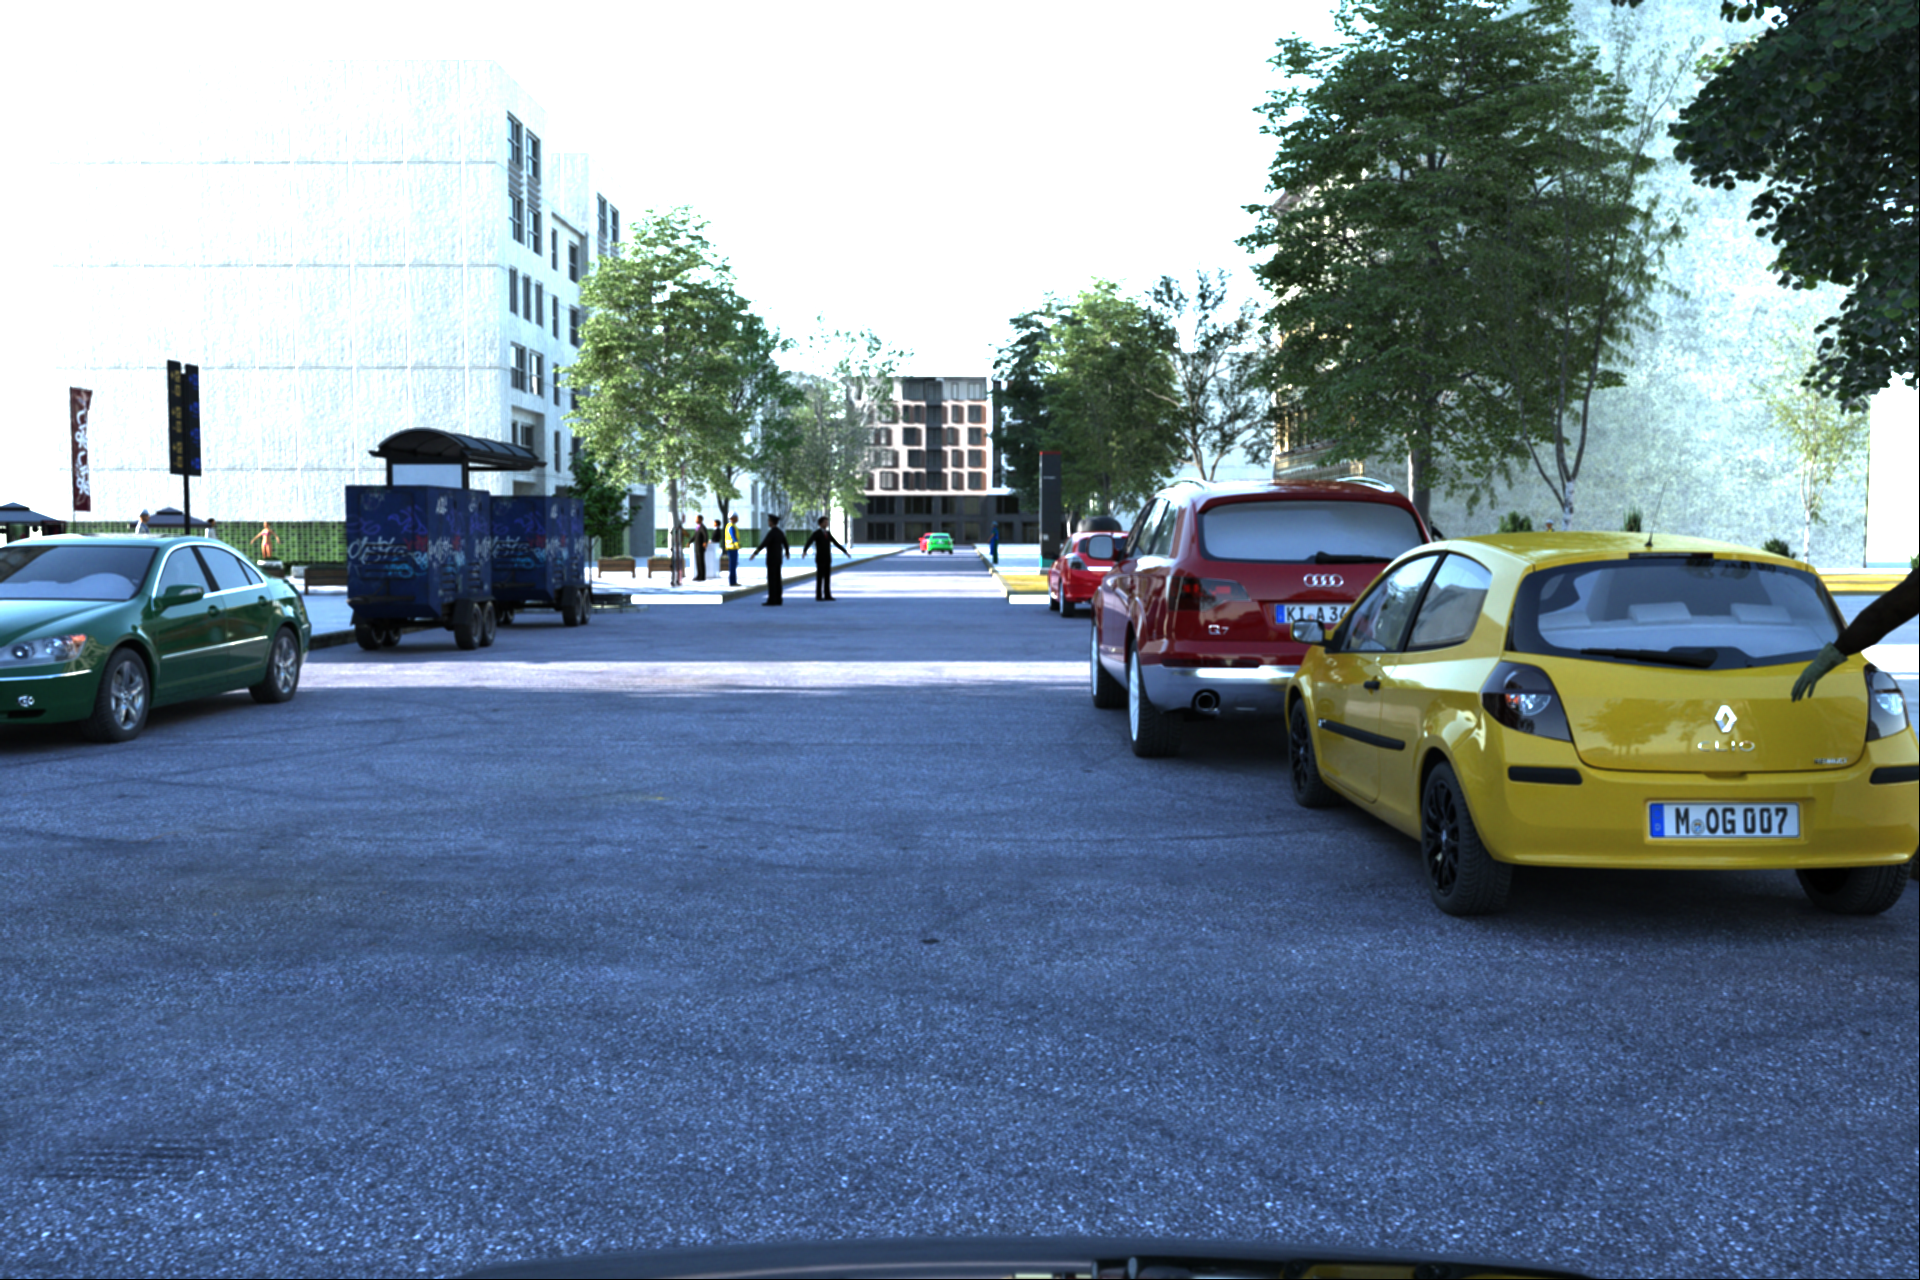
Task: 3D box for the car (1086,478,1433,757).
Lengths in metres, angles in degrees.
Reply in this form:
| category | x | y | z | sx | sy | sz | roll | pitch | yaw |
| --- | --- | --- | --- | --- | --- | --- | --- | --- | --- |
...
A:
| category | x | y | z | sx | sy | sz | roll | pitch | yaw |
| --- | --- | --- | --- | --- | --- | --- | --- | --- | --- |
| car | 2.112 | -0.245 | 12.673 | 2.281 | 1.827 | 5.304 | 0 | 4 | 0 |

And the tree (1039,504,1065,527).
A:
| category | x | y | z | sx | sy | sz | roll | pitch | yaw |
| --- | --- | --- | --- | --- | --- | --- | --- | --- | --- |
| tree | 5.637 | -10.398 | 120.370 | 4.360 | 8.622 | 3.978 | 0 | 3 | 0 |

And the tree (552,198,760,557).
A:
| category | x | y | z | sx | sy | sz | roll | pitch | yaw |
| --- | --- | --- | --- | --- | --- | --- | --- | --- | --- |
| tree | -10.173 | -8.625 | 59.149 | 7.486 | 12.596 | 7.792 | 0 | 3 | 0 |

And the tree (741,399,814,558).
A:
| category | x | y | z | sx | sy | sz | roll | pitch | yaw |
| --- | --- | --- | --- | --- | --- | --- | --- | --- | --- |
| tree | -9.457 | -8.713 | 92.814 | 4.360 | 8.622 | 3.978 | 0 | 3 | 0 |

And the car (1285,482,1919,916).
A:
| category | x | y | z | sx | sy | sz | roll | pitch | yaw |
| --- | --- | --- | --- | --- | --- | --- | --- | --- | --- |
| car | 2.633 | 0.140 | 7.941 | 2.015 | 1.641 | 3.980 | 0 | 4 | -1 |

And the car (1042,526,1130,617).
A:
| category | x | y | z | sx | sy | sz | roll | pitch | yaw |
| --- | --- | --- | --- | --- | --- | --- | --- | --- | --- |
| car | 2.590 | -1.360 | 31.272 | 2.155 | 1.783 | 4.494 | 0 | 4 | -1 |

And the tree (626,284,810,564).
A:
| category | x | y | z | sx | sy | sz | roll | pitch | yaw |
| --- | --- | --- | --- | --- | --- | --- | --- | --- | --- |
| tree | -10.050 | -9.004 | 72.969 | 9.928 | 11.665 | 9.643 | 0 | 3 | 0 |

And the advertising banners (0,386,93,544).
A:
| category | x | y | z | sx | sy | sz | roll | pitch | yaw |
| --- | --- | --- | --- | --- | --- | --- | --- | --- | --- |
| advertising banners | -10.514 | -1.459 | 20.046 | 0.090 | 3.025 | 2.074 | 0 | 4 | 0 |

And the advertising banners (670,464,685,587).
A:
| category | x | y | z | sx | sy | sz | roll | pitch | yaw |
| --- | --- | --- | --- | --- | --- | --- | --- | --- | --- |
| advertising banners | -6.993 | -2.867 | 43.056 | 0.090 | 3.025 | 2.074 | 0 | 4 | 1 |

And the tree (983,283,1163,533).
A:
| category | x | y | z | sx | sy | sz | roll | pitch | yaw |
| --- | --- | --- | --- | --- | --- | --- | --- | --- | --- |
| tree | 5.807 | -10.981 | 86.202 | 9.857 | 13.997 | 8.962 | 0 | 3 | 0 |

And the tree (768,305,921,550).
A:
| category | x | y | z | sx | sy | sz | roll | pitch | yaw |
| --- | --- | --- | --- | --- | --- | --- | --- | --- | --- |
| tree | -9.597 | -17.585 | 143.396 | 12.611 | 20.169 | 13.585 | 0 | 3 | 0 |

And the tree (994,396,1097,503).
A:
| category | x | y | z | sx | sy | sz | roll | pitch | yaw |
| --- | --- | --- | --- | --- | --- | --- | --- | --- | --- |
| tree | 5.554 | -10.569 | 107.219 | 7.601 | 10.594 | 8.767 | 0 | 4 | -5 |

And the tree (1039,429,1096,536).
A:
| category | x | y | z | sx | sy | sz | roll | pitch | yaw |
| --- | --- | --- | --- | --- | --- | --- | --- | --- | --- |
| tree | 6.263 | -9.039 | 98.143 | 4.737 | 8.622 | 4.395 | 0 | 3 | 0 |

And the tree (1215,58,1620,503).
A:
| category | x | y | z | sx | sy | sz | roll | pitch | yaw |
| --- | --- | --- | --- | --- | --- | --- | --- | --- | --- |
| tree | 11.934 | -8.248 | 45.223 | 12.009 | 13.543 | 11.850 | 0 | 3 | 0 |

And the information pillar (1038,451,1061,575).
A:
| category | x | y | z | sx | sy | sz | roll | pitch | yaw |
| --- | --- | --- | --- | --- | --- | --- | --- | --- | --- |
| information pillar | 2.850 | -3.985 | 54.533 | 0.750 | 3.857 | 0.750 | 0 | 4 | 0 |

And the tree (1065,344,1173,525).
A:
| category | x | y | z | sx | sy | sz | roll | pitch | yaw |
| --- | --- | --- | --- | --- | --- | --- | --- | --- | --- |
| tree | 5.715 | -7.157 | 67.378 | 4.360 | 8.622 | 3.978 | 0 | 3 | 0 |

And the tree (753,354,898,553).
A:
| category | x | y | z | sx | sy | sz | roll | pitch | yaw |
| --- | --- | --- | --- | --- | --- | --- | --- | --- | --- |
| tree | -9.222 | -12.649 | 117.176 | 12.009 | 13.543 | 11.850 | 0 | 3 | 0 |

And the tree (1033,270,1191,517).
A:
| category | x | y | z | sx | sy | sz | roll | pitch | yaw |
| --- | --- | --- | --- | --- | --- | --- | --- | --- | --- |
| tree | 6.692 | -9.606 | 75.193 | 7.486 | 12.596 | 7.792 | 0 | 3 | 0 |

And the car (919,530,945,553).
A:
| category | x | y | z | sx | sy | sz | roll | pitch | yaw |
| --- | --- | --- | --- | --- | --- | --- | --- | --- | --- |
| car | -2.089 | -7.668 | 134.415 | 2.155 | 1.783 | 4.494 | 0 | 4 | 0 |

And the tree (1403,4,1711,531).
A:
| category | x | y | z | sx | sy | sz | roll | pitch | yaw |
| --- | --- | --- | --- | --- | --- | --- | --- | --- | --- |
| tree | 8.448 | -4.489 | 23.757 | 4.360 | 8.622 | 3.978 | 0 | 3 | 0 |

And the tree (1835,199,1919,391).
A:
| category | x | y | z | sx | sy | sz | roll | pitch | yaw |
| --- | --- | --- | --- | --- | --- | --- | --- | --- | --- |
| tree | 28.071 | -8.183 | 44.169 | 12.009 | 13.543 | 11.850 | 0 | 3 | 0 |

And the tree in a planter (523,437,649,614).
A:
| category | x | y | z | sx | sy | sz | roll | pitch | yaw |
| --- | --- | --- | --- | --- | --- | --- | --- | --- | --- |
| tree in a planter | -6.854 | -2.129 | 32.039 | 1.991 | 3.239 | 1.994 | 0 | 4 | 1 |

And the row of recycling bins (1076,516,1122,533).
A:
| category | x | y | z | sx | sy | sz | roll | pitch | yaw |
| --- | --- | --- | --- | --- | --- | --- | --- | --- | --- |
| row of recycling bins | 3.188 | -2.035 | 40.393 | 1.069 | 1.692 | 3.534 | 0 | 4 | 1 |

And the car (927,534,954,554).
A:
| category | x | y | z | sx | sy | sz | roll | pitch | yaw |
| --- | --- | --- | --- | --- | --- | --- | --- | --- | --- |
| car | -1.402 | -6.983 | 122.966 | 1.959 | 1.807 | 4.718 | 0 | 4 | -1 |

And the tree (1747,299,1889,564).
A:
| category | x | y | z | sx | sy | sz | roll | pitch | yaw |
| --- | --- | --- | --- | --- | --- | --- | --- | --- | --- |
| tree | 26.886 | -6.416 | 55.267 | 4.360 | 8.622 | 3.978 | 0 | 3 | 0 |

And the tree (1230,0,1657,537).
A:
| category | x | y | z | sx | sy | sz | roll | pitch | yaw |
| --- | --- | --- | --- | --- | --- | --- | --- | --- | --- |
| tree | 8.669 | -6.950 | 31.758 | 7.486 | 12.596 | 7.792 | 0 | 3 | 0 |

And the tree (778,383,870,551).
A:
| category | x | y | z | sx | sy | sz | roll | pitch | yaw |
| --- | --- | --- | --- | --- | --- | --- | --- | --- | --- |
| tree | -10.159 | -12.874 | 128.622 | 7.486 | 12.596 | 7.792 | 0 | 3 | 0 |

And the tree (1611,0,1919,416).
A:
| category | x | y | z | sx | sy | sz | roll | pitch | yaw |
| --- | --- | --- | --- | --- | --- | --- | --- | --- | --- |
| tree | 8.329 | -6.441 | 11.968 | 9.857 | 13.997 | 8.962 | 0 | 3 | 0 |

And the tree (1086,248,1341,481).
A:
| category | x | y | z | sx | sy | sz | roll | pitch | yaw |
| --- | --- | --- | --- | --- | --- | --- | --- | --- | --- |
| tree | 8.135 | -7.429 | 55.875 | 8.767 | 10.594 | 7.601 | 1 | 4 | 11 |

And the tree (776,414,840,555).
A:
| category | x | y | z | sx | sy | sz | roll | pitch | yaw |
| --- | --- | --- | --- | --- | --- | --- | --- | --- | --- |
| tree | -8.905 | -9.527 | 106.127 | 4.360 | 8.622 | 3.978 | 0 | 3 | 0 |

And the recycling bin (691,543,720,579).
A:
| category | x | y | z | sx | sy | sz | roll | pitch | yaw |
| --- | --- | --- | --- | --- | --- | --- | --- | --- | --- |
| recycling bin | -7.284 | -2.265 | 49.592 | 0.722 | 1.027 | 0.722 | 0 | 4 | 2 |
